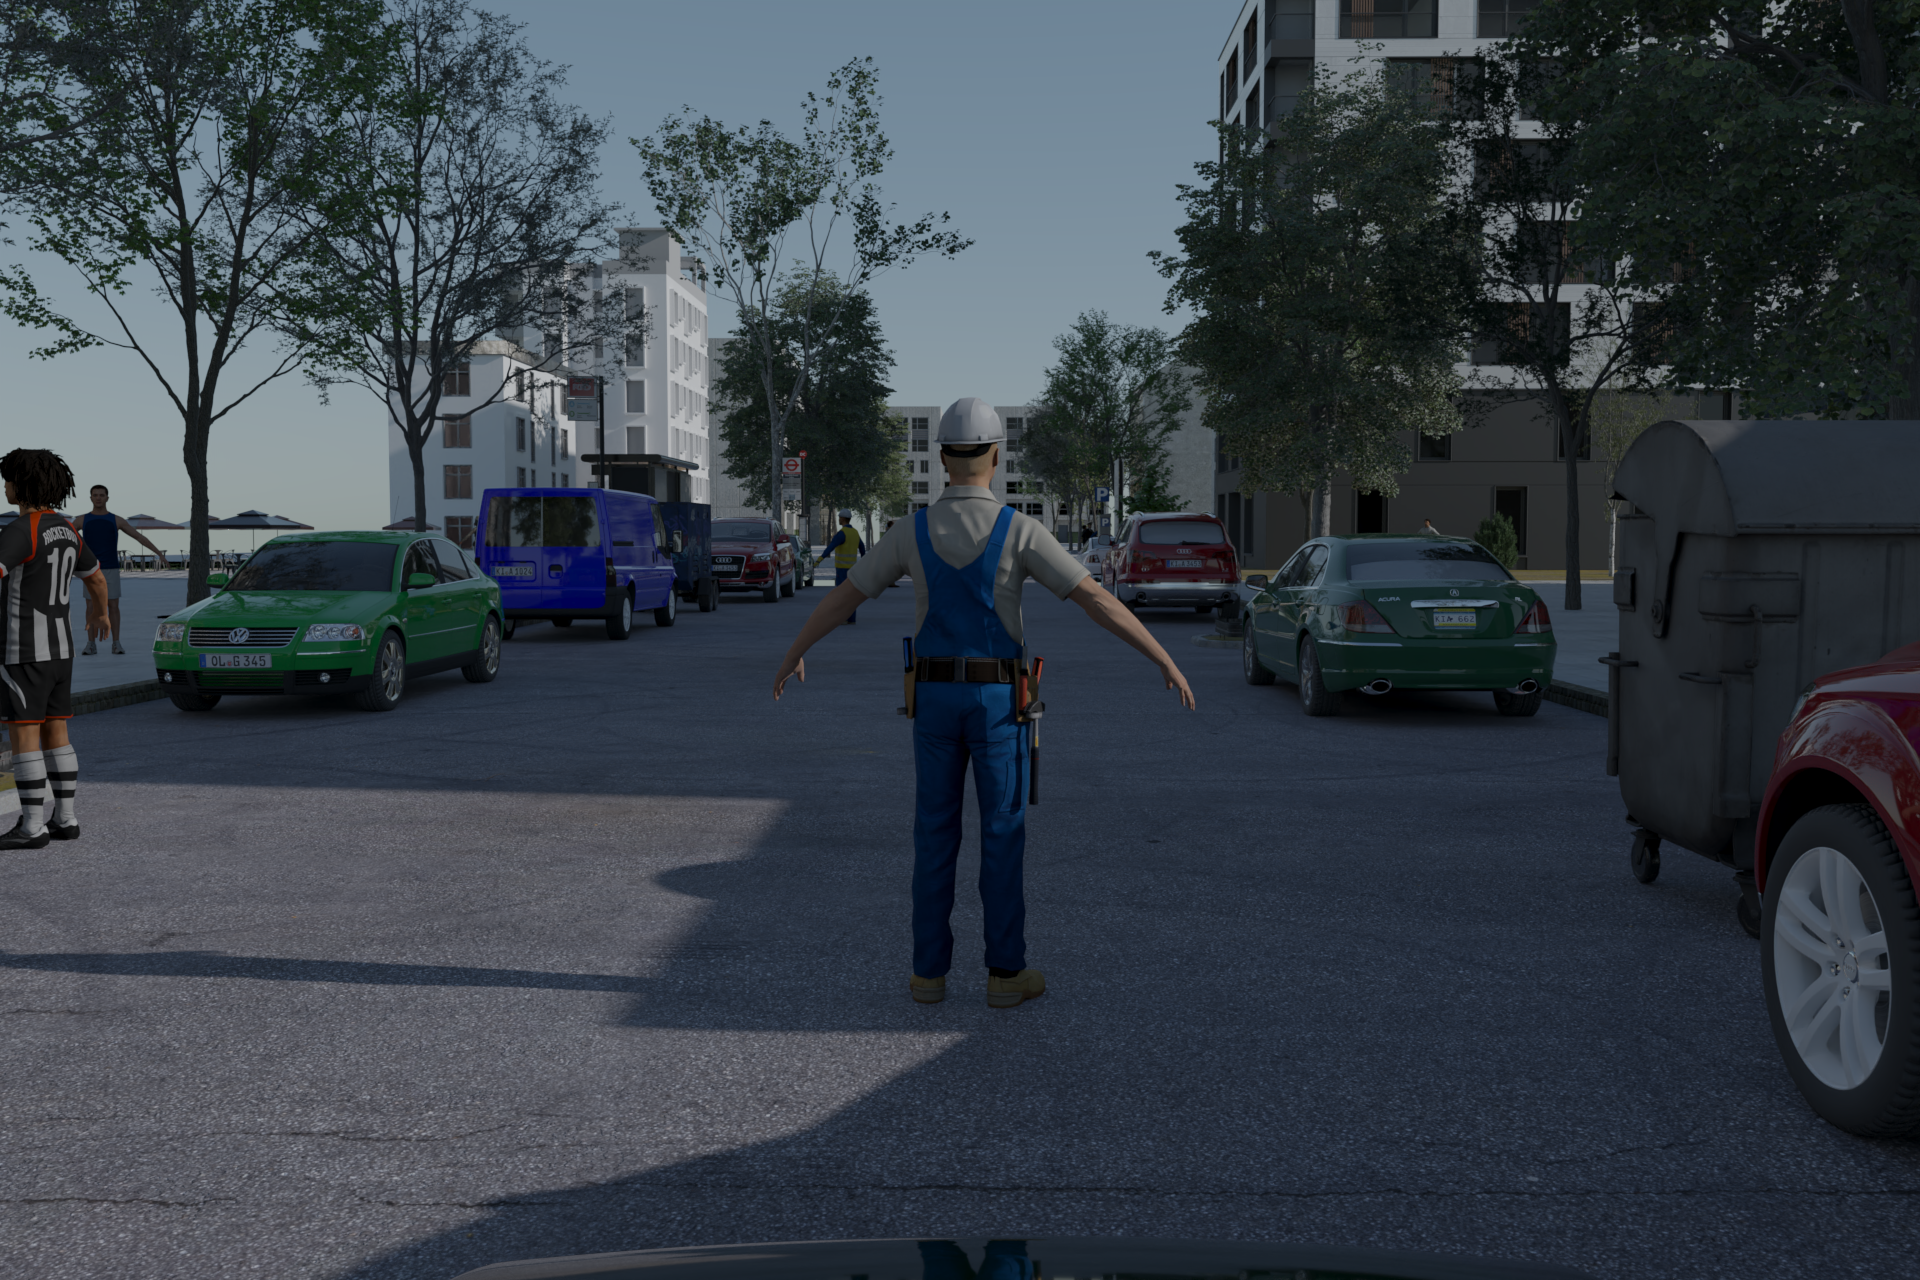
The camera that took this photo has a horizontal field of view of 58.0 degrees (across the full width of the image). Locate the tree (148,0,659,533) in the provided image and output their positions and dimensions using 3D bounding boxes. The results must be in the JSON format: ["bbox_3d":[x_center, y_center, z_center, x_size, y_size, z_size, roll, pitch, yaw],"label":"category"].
[{"bbox_3d":[-11.507,-7.720,36.588,12.009,13.543,11.850,0,3,0],"label":"tree"}]

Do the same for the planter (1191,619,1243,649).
[{"bbox_3d":[4.037,-0.082,22.480,1.991,0.319,1.994,0,4,0],"label":"planter"}]

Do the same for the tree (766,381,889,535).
[{"bbox_3d":[-7.682,-10.407,104.566,7.601,10.594,8.767,2,4,35],"label":"tree"}]

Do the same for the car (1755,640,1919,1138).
[{"bbox_3d":[3.071,0.377,2.508,2.281,1.827,5.304,0,4,1],"label":"car"}]

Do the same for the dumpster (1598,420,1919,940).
[{"bbox_3d":[3.528,0.100,6.581,1.865,1.857,1.264,0,3,0],"label":"dumpster"}]

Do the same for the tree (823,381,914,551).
[{"bbox_3d":[-7.234,-12.860,128.395,7.486,12.596,7.792,0,3,0],"label":"tree"}]

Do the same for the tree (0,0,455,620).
[{"bbox_3d":[-11.494,-6.133,26.030,9.928,11.665,9.643,0,3,0],"label":"tree"}]

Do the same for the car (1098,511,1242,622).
[{"bbox_3d":[3.567,-1.297,29.885,2.281,1.827,5.304,0,4,1],"label":"car"}]

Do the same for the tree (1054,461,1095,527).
[{"bbox_3d":[9.131,-11.681,141.347,4.737,8.622,4.395,0,3,0],"label":"tree"}]

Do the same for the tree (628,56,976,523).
[{"bbox_3d":[-6.174,-12.998,68.407,12.611,20.169,13.585,0,3,0],"label":"tree"}]

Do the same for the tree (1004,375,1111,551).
[{"bbox_3d":[8.354,-13.539,131.731,12.009,13.543,11.850,0,3,0],"label":"tree"}]

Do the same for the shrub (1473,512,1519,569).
[{"bbox_3d":[18.253,-3.362,59.016,1.661,2.075,1.752,0,3,0],"label":"shrub"}]

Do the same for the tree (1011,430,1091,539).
[{"bbox_3d":[8.362,-13.760,150.727,9.928,11.665,9.643,0,3,0],"label":"tree"}]

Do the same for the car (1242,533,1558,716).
[{"bbox_3d":[3.639,-0.198,15.043,2.131,1.459,4.920,0,4,0],"label":"car"}]

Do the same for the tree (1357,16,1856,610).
[{"bbox_3d":[10.600,-5.802,29.280,8.767,10.594,7.601,2,4,35],"label":"tree"}]

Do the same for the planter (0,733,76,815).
[{"bbox_3d":[-5.884,0.737,9.090,1.991,0.319,1.994,0,4,0],"label":"planter"}]

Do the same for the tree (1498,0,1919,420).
[{"bbox_3d":[10.191,-6.813,18.041,9.857,13.997,8.962,0,3,0],"label":"tree"}]

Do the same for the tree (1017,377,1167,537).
[{"bbox_3d":[7.741,-10.058,98.861,8.767,10.594,7.601,-1,4,-17],"label":"tree"}]

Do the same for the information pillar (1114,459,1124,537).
[{"bbox_3d":[5.036,-3.892,54.942,0.184,3.620,1.656,0,4,1],"label":"information pillar"}]

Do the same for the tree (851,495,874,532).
[{"bbox_3d":[-13.389,-17.859,242.350,4.737,8.622,4.395,0,3,0],"label":"tree"}]

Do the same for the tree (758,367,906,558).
[{"bbox_3d":[-7.141,-9.700,93.013,8.767,10.594,7.601,0,4,-2],"label":"tree"}]

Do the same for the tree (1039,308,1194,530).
[{"bbox_3d":[7.251,-9.464,80.499,9.928,11.665,9.643,0,3,0],"label":"tree"}]

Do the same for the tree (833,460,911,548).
[{"bbox_3d":[-7.490,-12.785,143.451,7.601,10.594,8.767,2,4,28],"label":"tree"}]

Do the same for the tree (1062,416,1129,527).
[{"bbox_3d":[8.194,-9.571,106.855,4.737,8.622,4.395,0,3,0],"label":"tree"}]

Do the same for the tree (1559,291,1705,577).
[{"bbox_3d":[19.476,-6.227,52.178,4.360,8.622,3.978,0,3,0],"label":"tree"}]

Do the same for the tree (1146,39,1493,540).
[{"bbox_3d":[9.731,-8.560,46.611,9.857,13.997,8.962,0,3,0],"label":"tree"}]

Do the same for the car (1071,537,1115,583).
[{"bbox_3d":[4.022,-2.058,46.009,2.083,1.381,4.827,0,4,0],"label":"car"}]

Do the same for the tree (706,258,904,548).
[{"bbox_3d":[-7.321,-10.729,82.069,9.857,13.997,8.962,0,3,0],"label":"tree"}]

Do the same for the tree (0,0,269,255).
[{"bbox_3d":[-11.209,-6.442,15.695,12.009,13.543,11.850,0,3,0],"label":"tree"}]

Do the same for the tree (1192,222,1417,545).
[{"bbox_3d":[11.397,-8.020,56.889,9.928,11.665,9.643,0,3,0],"label":"tree"}]

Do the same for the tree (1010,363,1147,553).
[{"bbox_3d":[8.288,-12.725,118.425,12.009,13.543,11.850,0,3,0],"label":"tree"}]

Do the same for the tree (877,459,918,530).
[{"bbox_3d":[-6.391,-12.490,154.569,4.360,8.622,3.978,0,3,0],"label":"tree"}]
